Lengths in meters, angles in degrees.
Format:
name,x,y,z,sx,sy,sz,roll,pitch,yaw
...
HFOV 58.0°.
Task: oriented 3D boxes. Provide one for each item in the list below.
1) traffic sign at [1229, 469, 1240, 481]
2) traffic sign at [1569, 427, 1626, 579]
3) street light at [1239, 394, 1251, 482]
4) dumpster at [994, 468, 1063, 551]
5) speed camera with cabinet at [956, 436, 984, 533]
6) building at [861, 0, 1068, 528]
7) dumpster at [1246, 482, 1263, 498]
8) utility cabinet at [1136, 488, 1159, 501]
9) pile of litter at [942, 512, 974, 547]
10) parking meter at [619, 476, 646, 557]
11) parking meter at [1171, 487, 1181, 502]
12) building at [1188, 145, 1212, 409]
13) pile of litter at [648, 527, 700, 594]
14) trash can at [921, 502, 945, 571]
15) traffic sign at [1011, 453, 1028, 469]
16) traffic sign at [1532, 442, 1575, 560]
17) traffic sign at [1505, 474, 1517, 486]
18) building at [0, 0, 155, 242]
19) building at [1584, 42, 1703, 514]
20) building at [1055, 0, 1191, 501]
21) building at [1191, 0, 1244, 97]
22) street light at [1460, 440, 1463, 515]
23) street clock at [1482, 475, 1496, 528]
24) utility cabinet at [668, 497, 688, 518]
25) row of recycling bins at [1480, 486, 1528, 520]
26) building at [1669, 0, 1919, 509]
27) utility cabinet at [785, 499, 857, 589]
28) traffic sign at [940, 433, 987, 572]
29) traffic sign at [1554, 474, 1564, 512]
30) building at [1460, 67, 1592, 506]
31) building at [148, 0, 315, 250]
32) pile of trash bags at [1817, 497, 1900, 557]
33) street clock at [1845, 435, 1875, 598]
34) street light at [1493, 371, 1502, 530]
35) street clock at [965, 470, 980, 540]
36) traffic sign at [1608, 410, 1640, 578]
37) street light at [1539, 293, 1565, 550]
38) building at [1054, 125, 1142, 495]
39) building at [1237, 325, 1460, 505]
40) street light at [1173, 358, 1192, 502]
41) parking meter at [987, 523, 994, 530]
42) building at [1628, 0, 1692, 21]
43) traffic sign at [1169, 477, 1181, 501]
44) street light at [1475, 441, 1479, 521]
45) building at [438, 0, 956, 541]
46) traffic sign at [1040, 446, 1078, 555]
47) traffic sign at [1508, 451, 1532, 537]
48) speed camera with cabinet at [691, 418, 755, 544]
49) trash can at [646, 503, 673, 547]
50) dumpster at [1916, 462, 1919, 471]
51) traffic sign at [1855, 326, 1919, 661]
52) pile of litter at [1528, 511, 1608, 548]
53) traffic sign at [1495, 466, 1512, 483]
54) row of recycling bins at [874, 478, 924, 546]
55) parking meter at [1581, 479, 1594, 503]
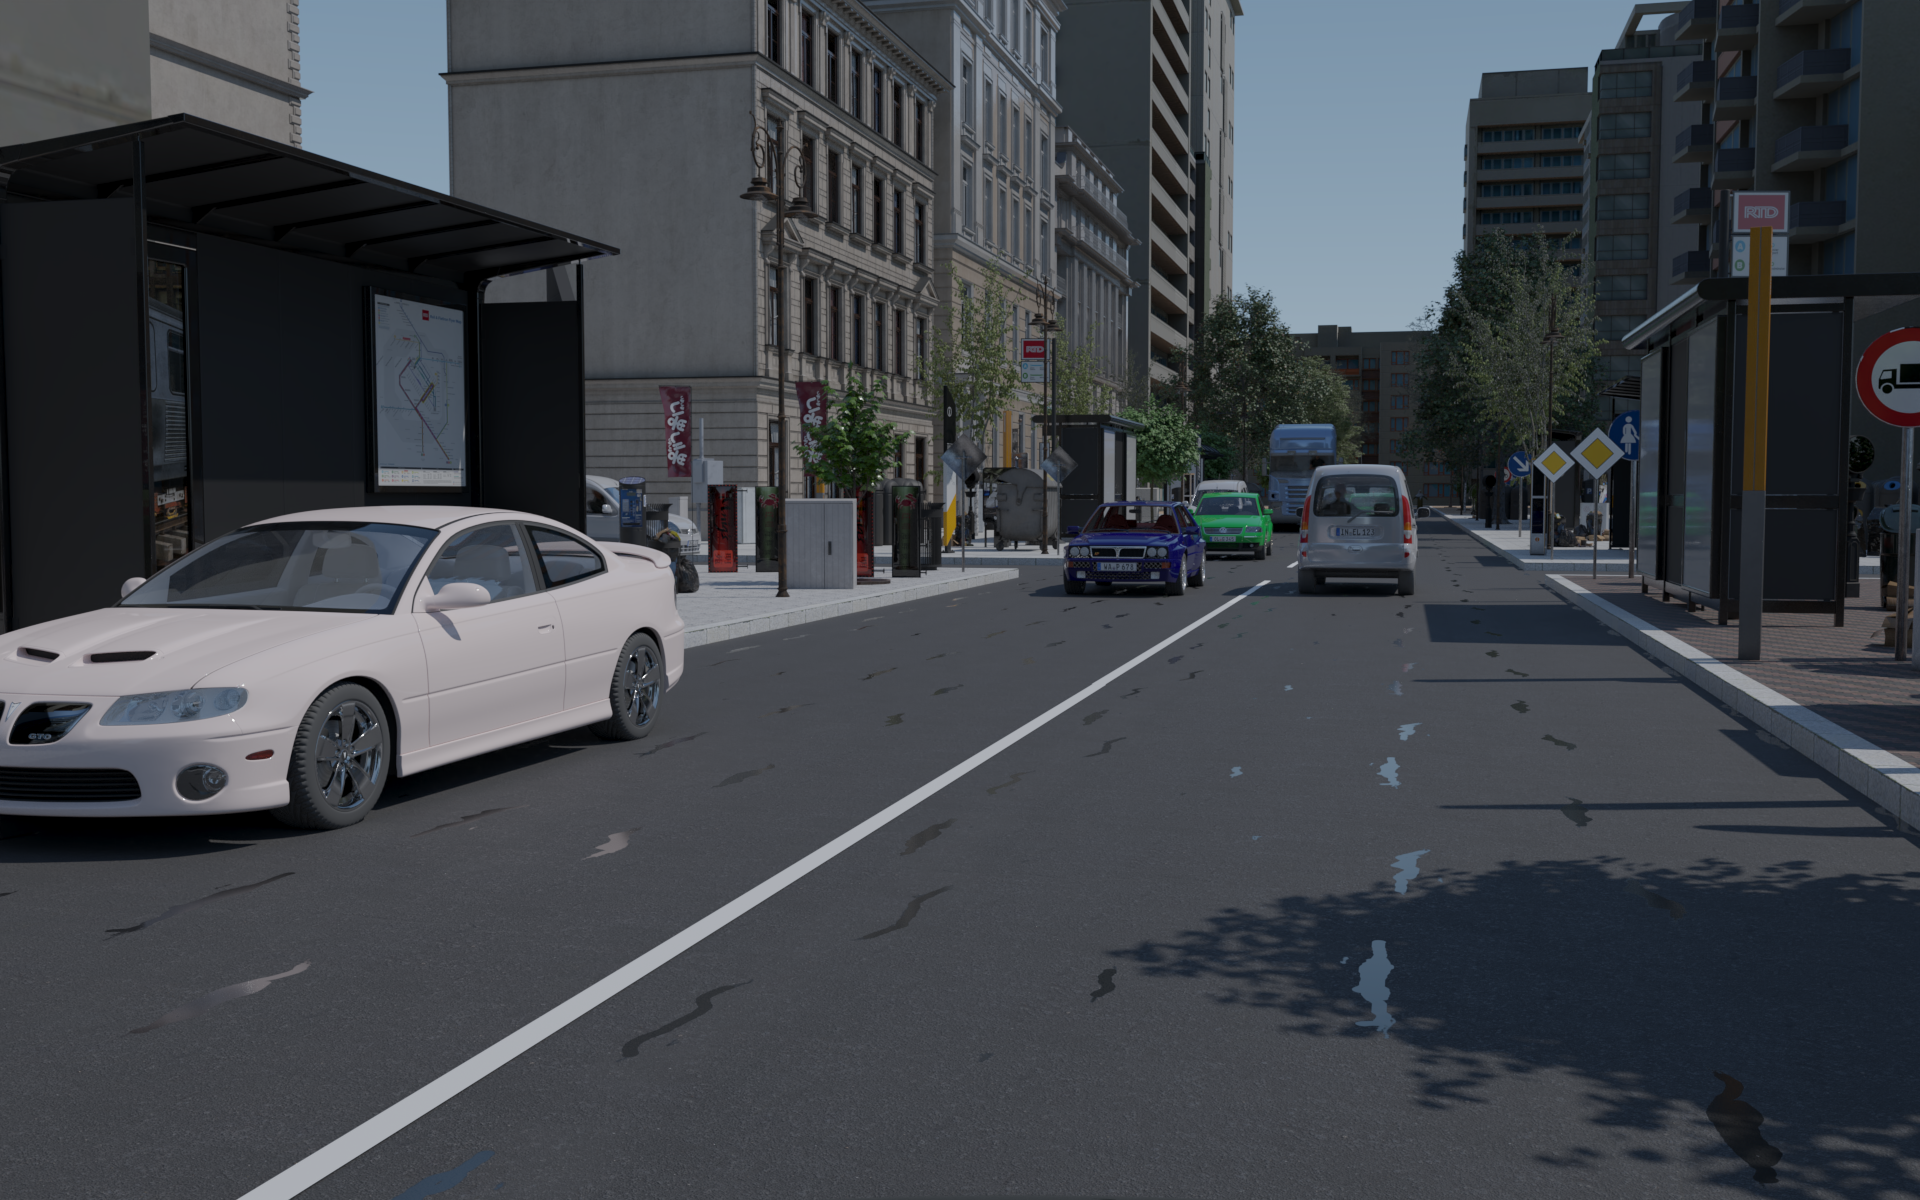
name,x,y,z,sx,sy,sz,roll,pitch,yaw
traffic sign,12.970,-5.054,82.735,0.768,2.556,0.104,1,4,22
traffic sign,9.534,-1.366,25.970,0.795,2.450,0.064,1,4,14
street light,13.184,-6.581,80.384,0.468,5.910,1.993,1,4,14
dumpster,1.546,-2.061,39.448,1.264,1.857,1.865,1,4,15
speed camera with cabinet,0.279,-3.924,58.492,0.660,3.252,2.038,-1,4,-15
building,-3.825,-17.695,75.221,13.634,28.700,20.117,1,4,14
dumpster,14.484,-4.965,86.940,1.264,1.857,1.865,1,4,15
utility cabinet,6.574,-3.292,62.500,1.173,1.500,0.318,1,4,23
pile of litter,-0.190,-1.760,42.747,1.176,0.858,1.719,1,4,12
parking meter,-4.608,-0.977,24.393,0.372,1.533,0.369,0,3,0
parking meter,7.940,-3.372,63.538,0.372,1.533,0.369,0,3,0
building,12.686,-22.629,141.691,14.160,30.474,14.107,1,4,14
pile of litter,-4.024,-0.505,22.225,1.176,0.858,1.719,3,4,36
trash can,-0.610,-1.074,29.211,0.748,1.137,0.748,0,3,0
traffic sign,1.377,-2.483,42.726,0.606,2.300,0.079,1,4,15
traffic sign,11.536,-1.838,33.701,0.795,2.450,0.064,1,4,14
traffic sign,31.436,-6.048,98.985,0.768,2.556,0.104,2,4,23
building,-23.392,-23.863,13.859,21.600,48.544,21.300,1,4,14
building,48.744,-20.968,114.527,14.160,30.474,14.107,1,4,14
building,4.584,-30.640,124.673,21.300,48.544,21.600,1,4,14
building,11.858,-35.299,166.380,27.495,52.752,28.713,1,4,14
street light,30.508,-8.100,105.229,0.468,5.910,1.993,1,4,14
street clock,19.994,-3.725,65.476,0.471,2.002,0.358,-1,4,-15
utility cabinet,-6.941,-1.926,42.650,0.306,1.237,1.020,0,4,2
row of recycling bins,27.388,-4.905,87.310,1.069,1.692,3.534,-1,4,-15
building,44.725,-25.876,77.693,22.147,44.769,28.867,1,4,14
utility cabinet,-1.929,-0.754,23.492,1.020,1.237,0.306,0,4,7
traffic sign,0.057,-1.516,28.436,0.795,2.450,0.064,1,4,14
traffic sign,19.682,-3.504,57.403,0.768,2.556,0.104,1,4,22
building,69.291,-35.291,200.709,21.600,48.544,21.300,1,4,14
building,-33.084,-14.010,57.945,19.941,23.489,11.050,1,4,14
pile of trash bags,19.295,-1.570,35.426,3.447,1.369,1.912,2,4,24
street clock,11.022,-1.032,21.441,0.471,2.002,0.358,-1,4,-12
street light,19.294,-5.454,61.961,0.468,5.910,1.993,1,4,14
street clock,0.302,-2.708,48.853,0.471,2.002,0.358,2,4,32
traffic sign,10.233,-1.604,26.324,0.768,2.556,0.104,1,4,16
street light,13.611,-4.108,39.951,0.468,5.910,1.993,1,4,14
building,1.831,-15.650,97.673,13.314,21.916,24.055,1,4,14
building,45.954,-22.452,212.124,28.899,21.520,27.650,1,4,14
street light,7.558,-5.264,58.858,0.468,5.910,1.993,1,4,14
parking meter,1.133,-3.256,61.639,0.372,1.533,0.369,0,3,0
building,62.247,-26.835,130.636,32.217,40.220,23.993,1,4,14
traffic sign,7.855,-3.965,64.826,0.884,2.594,0.081,1,4,22
street light,24.970,-6.770,83.474,0.468,5.910,1.993,1,4,14
building,-7.672,-11.717,56.196,10.561,19.102,19.286,1,4,14
traffic sign,2.058,-1.989,36.167,0.795,2.450,0.064,1,4,14
traffic sign,16.669,-3.142,51.481,0.768,2.556,0.104,1,4,23
speed camera with cabinet,-6.099,-3.090,44.863,2.038,3.252,0.660,3,5,42
trash can,-4.706,-0.887,26.151,0.748,1.137,0.748,0,3,0
dumpster,6.210,-0.233,9.561,1.264,1.857,1.865,1,4,14
traffic sign,7.245,-0.805,13.263,0.768,2.556,0.104,1,4,18
pile of litter,14.687,-1.732,42.280,1.176,0.858,1.719,-1,4,-19
traffic sign,24.989,-4.868,79.696,0.768,2.556,0.104,2,4,23
row of recycling bins,-1.798,-2.251,43.911,1.069,1.692,3.534,1,4,21
parking meter,23.970,-3.700,66.212,0.399,1.863,0.255,-1,4,-9
